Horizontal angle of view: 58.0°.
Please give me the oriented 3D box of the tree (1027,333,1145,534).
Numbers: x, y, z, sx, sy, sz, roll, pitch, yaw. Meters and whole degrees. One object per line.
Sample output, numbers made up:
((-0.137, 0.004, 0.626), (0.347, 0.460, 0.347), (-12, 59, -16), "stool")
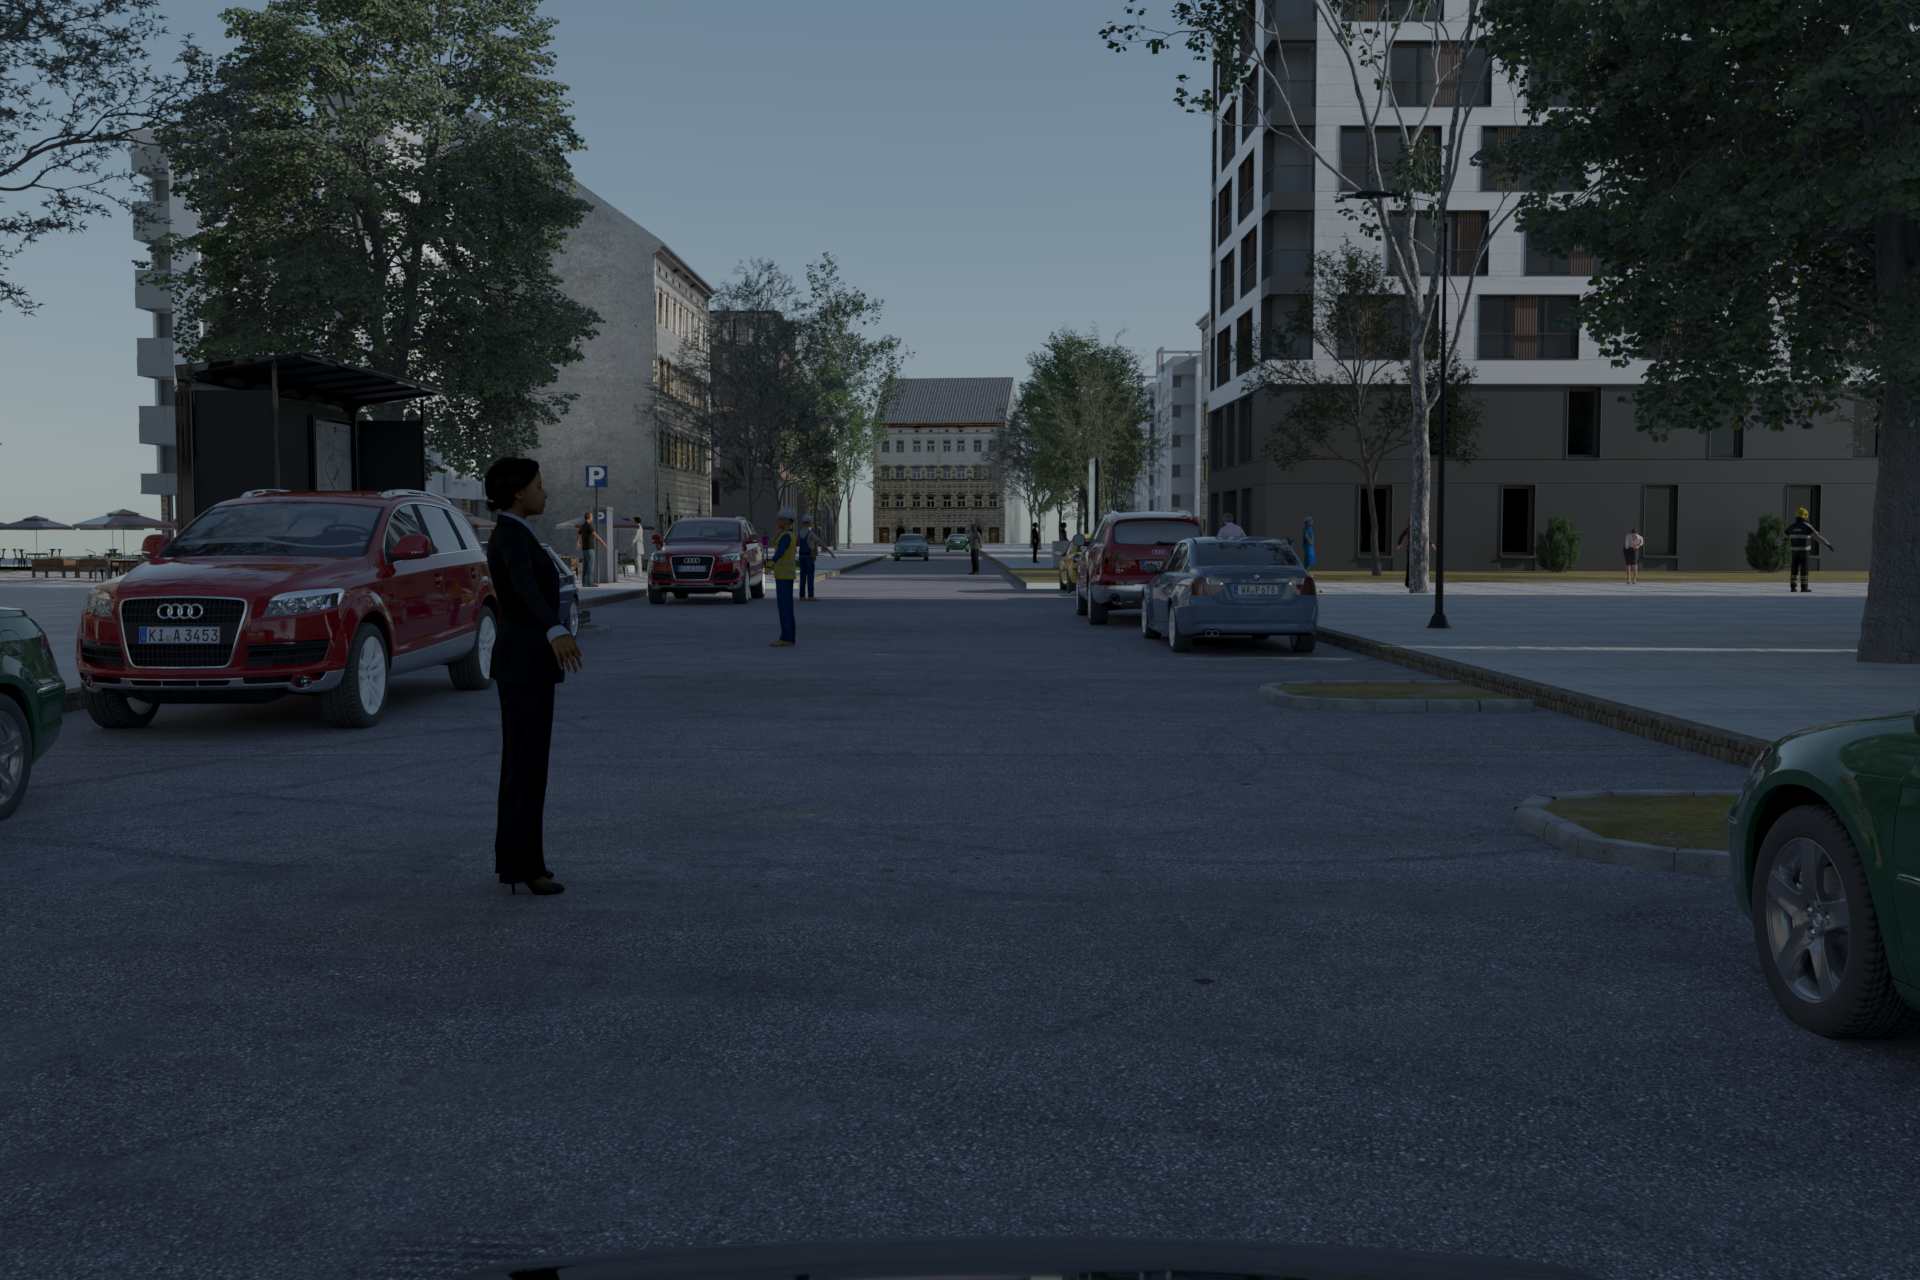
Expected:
((7.164, -11.035, 98.554), (7.486, 12.596, 7.792), (0, 3, 0), "tree")

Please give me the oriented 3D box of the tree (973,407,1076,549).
((6.285, -14.762, 151.723), (12.009, 13.543, 11.850), (0, 3, 0), "tree")

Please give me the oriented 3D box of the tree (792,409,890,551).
((-9.478, -12.689, 133.227), (9.928, 11.665, 9.643), (0, 3, 0), "tree")

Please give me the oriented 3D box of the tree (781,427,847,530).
((-9.256, -9.706, 109.056), (4.737, 8.622, 4.395), (0, 3, 0), "tree")

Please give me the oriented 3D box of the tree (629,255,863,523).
((-9.098, -10.106, 75.603), (12.009, 13.543, 11.850), (0, 3, 0), "tree")

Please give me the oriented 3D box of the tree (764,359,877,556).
((-8.483, -10.821, 102.683), (9.928, 11.665, 9.643), (0, 3, 0), "tree")

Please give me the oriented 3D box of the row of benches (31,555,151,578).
((-25.063, -2.148, 50.583), (4.104, 0.672, 1.422), (1, 4, 10), "row of benches")

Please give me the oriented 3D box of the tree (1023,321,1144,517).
((4.868, -6.659, 59.242), (4.360, 8.622, 3.978), (0, 3, 0), "tree")

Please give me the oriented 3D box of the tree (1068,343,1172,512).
((5.889, -7.172, 67.627), (4.360, 8.622, 3.978), (0, 3, 0), "tree")

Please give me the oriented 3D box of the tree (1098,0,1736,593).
((9.268, -10.991, 35.594), (12.611, 20.169, 13.585), (0, 3, 0), "tree")

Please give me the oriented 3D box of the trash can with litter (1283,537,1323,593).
((7.073, -1.625, 37.634), (1.678, 1.210, 2.233), (0, 4, -1), "trash can with litter")

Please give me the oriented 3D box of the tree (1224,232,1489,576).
((12.664, -7.268, 53.243), (8.767, 10.594, 7.601), (-2, 4, -29), "tree")

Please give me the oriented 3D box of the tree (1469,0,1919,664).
((9.383, -6.757, 17.126), (9.857, 13.997, 8.962), (0, 3, 0), "tree")

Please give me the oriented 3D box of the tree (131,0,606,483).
((-11.890, -7.907, 35.931), (9.857, 13.997, 8.962), (0, 3, 0), "tree")

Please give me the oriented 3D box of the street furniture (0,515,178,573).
((-33.328, -3.389, 60.434), (27.439, 1.986, 14.083), (-1, 4, -9), "street furniture")

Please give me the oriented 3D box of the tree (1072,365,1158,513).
((6.606, -7.656, 75.533), (4.360, 8.622, 3.978), (0, 3, 0), "tree")

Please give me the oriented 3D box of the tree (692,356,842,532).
((-9.558, -9.574, 90.954), (7.601, 10.594, 8.767), (3, 4, 36), "tree")

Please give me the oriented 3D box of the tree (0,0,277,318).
((-12.270, -6.480, 16.313), (12.009, 13.543, 11.850), (0, 3, 0), "tree")

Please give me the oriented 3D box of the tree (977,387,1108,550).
((6.239, -13.873, 137.187), (12.009, 13.543, 11.850), (0, 3, 0), "tree")

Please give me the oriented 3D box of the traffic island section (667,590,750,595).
((-6.107, -1.149, 41.660), (1.991, 0.108, 1.994), (0, 4, -1), "traffic island section")

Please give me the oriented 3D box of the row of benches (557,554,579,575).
((-13.960, -2.352, 53.914), (4.104, 0.672, 1.422), (0, 4, 7), "row of benches")

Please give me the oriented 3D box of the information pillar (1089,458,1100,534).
((4.190, -3.839, 54.084), (0.184, 3.620, 1.656), (0, 4, -2), "information pillar")

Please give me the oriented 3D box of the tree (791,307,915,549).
((-10.783, -17.790, 146.762), (12.611, 20.169, 13.585), (0, 3, 0), "tree")

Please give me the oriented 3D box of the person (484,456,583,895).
((-1.686, 0.134, 6.995), (0.721, 1.740, 1.216), (-1, 4, -21), "person")

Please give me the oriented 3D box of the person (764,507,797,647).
((-2.314, -0.812, 22.190), (0.721, 1.772, 1.216), (0, 4, 7), "person")

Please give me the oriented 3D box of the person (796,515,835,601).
((-3.252, -1.757, 37.037), (1.347, 1.847, 0.705), (2, 4, 34), "person")

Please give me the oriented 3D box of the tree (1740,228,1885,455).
((27.371, -8.427, 48.144), (12.009, 13.543, 11.850), (0, 3, 0), "tree")

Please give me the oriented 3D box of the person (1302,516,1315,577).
((10.398, -2.784, 51.649), (0.704, 1.817, 1.347), (1, 4, 10), "person")

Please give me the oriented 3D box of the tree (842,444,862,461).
((-19.647, -23.650, 242.571), (12.611, 20.169, 13.585), (0, 3, 0), "tree")

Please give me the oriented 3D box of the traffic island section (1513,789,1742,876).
((3.725, 0.899, 8.162), (1.991, 0.108, 1.994), (0, 4, -1), "traffic island section")

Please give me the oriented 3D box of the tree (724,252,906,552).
((-10.116, -16.092, 118.989), (12.611, 20.169, 13.585), (0, 3, 0), "tree")

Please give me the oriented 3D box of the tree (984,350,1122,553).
((6.668, -12.585, 116.132), (12.009, 13.543, 11.850), (0, 3, 0), "tree")

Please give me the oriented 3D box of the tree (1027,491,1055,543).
((11.766, -17.493, 236.376), (4.360, 8.622, 3.978), (0, 3, 0), "tree")

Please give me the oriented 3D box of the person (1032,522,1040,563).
((3.377, -4.333, 77.037), (0.705, 1.806, 1.347), (1, 4, 10), "person")

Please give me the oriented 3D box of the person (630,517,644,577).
((-9.771, -2.823, 52.337), (0.705, 1.806, 1.347), (0, 4, -4), "person")

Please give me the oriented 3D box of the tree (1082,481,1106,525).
((20.295, -19.856, 242.773), (7.486, 12.596, 7.792), (0, 3, 0), "tree")

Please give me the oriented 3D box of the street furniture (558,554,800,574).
((-10.215, -2.590, 57.971), (10.072, 0.657, 5.734), (0, 4, 0), "street furniture")

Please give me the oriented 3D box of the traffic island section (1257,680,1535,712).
((3.630, 0.483, 14.965), (1.991, 0.108, 1.994), (0, 4, -1), "traffic island section")

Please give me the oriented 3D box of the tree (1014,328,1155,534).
((6.312, -9.930, 88.115), (9.928, 11.665, 9.643), (0, 3, 0), "tree")

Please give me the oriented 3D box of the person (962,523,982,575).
((0.489, -3.203, 60.960), (0.705, 1.813, 1.348), (-2, 4, -27), "person")
